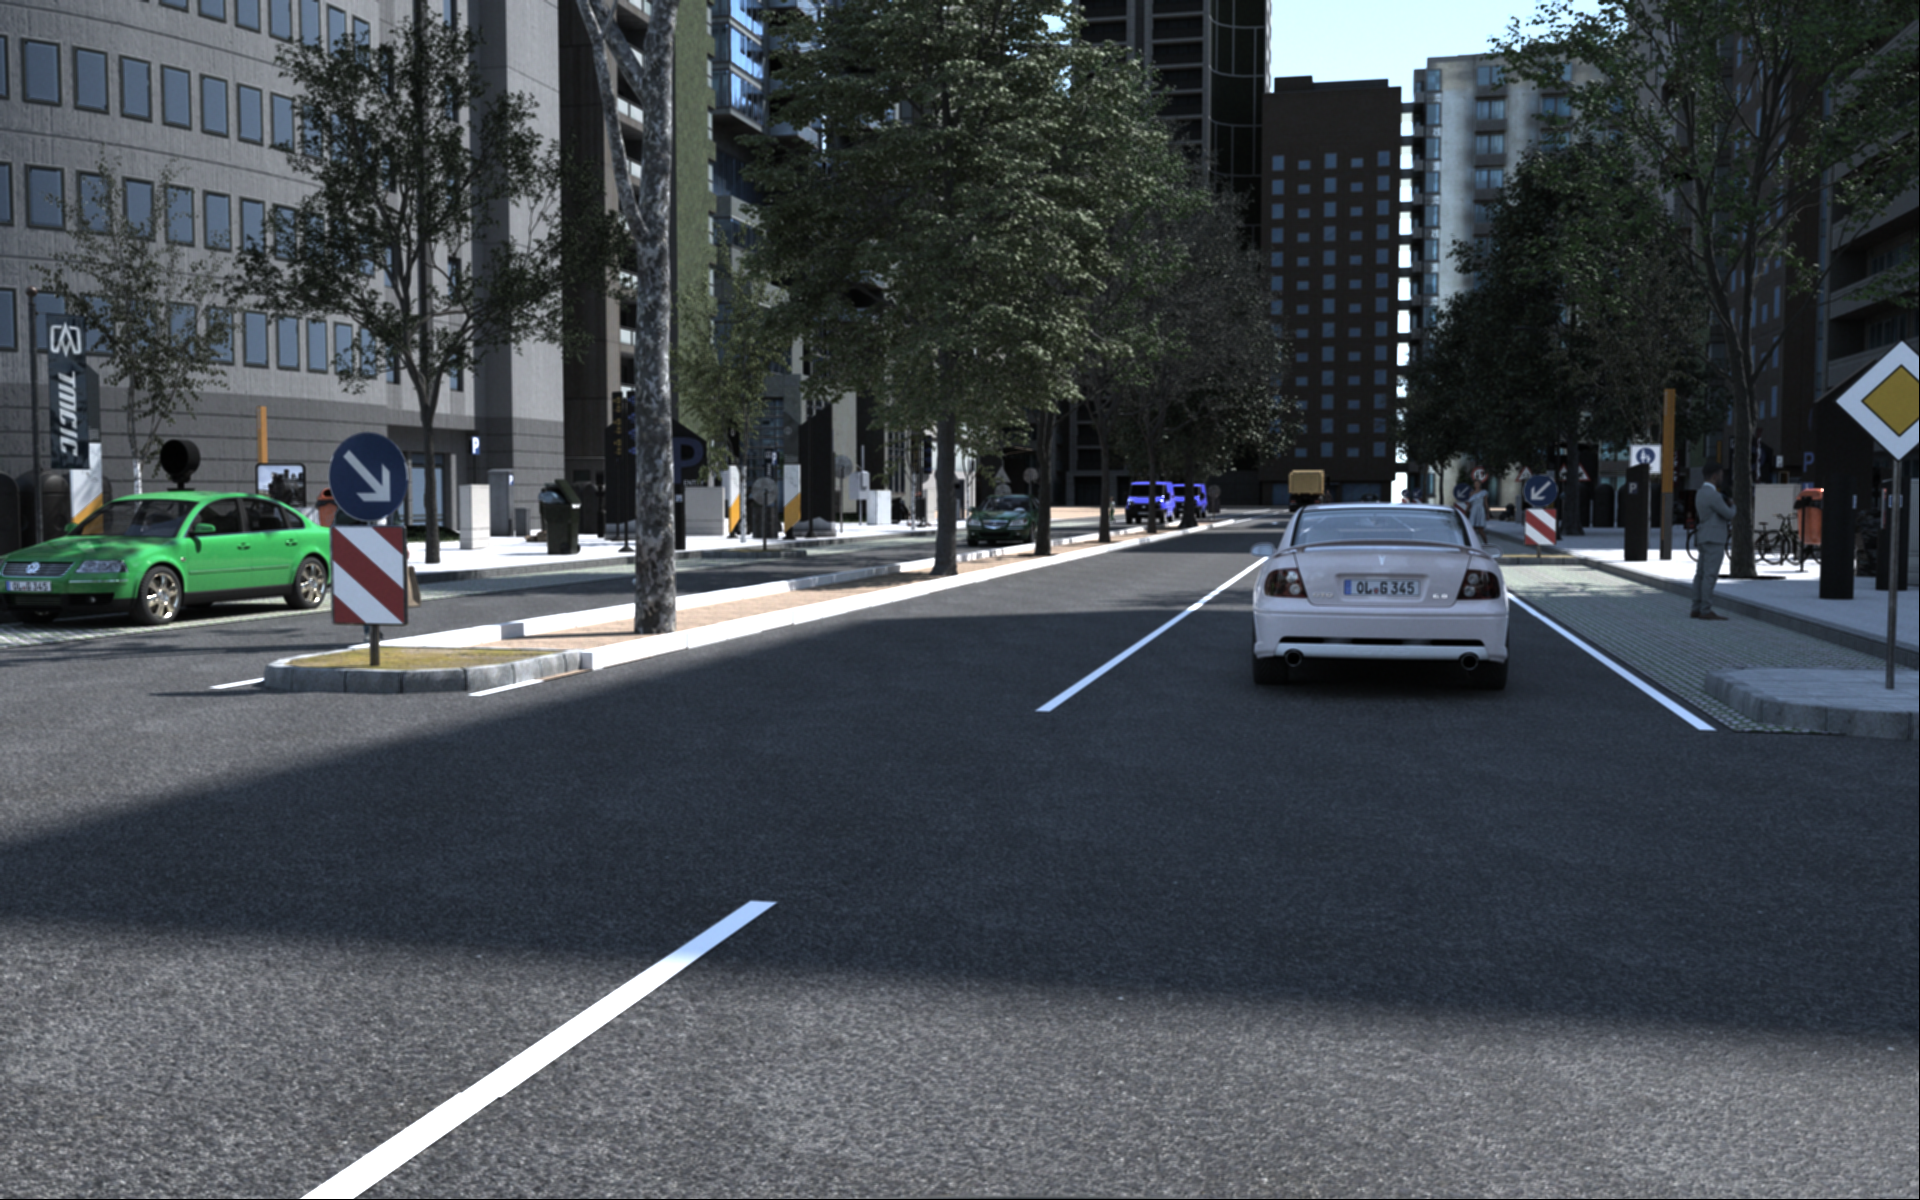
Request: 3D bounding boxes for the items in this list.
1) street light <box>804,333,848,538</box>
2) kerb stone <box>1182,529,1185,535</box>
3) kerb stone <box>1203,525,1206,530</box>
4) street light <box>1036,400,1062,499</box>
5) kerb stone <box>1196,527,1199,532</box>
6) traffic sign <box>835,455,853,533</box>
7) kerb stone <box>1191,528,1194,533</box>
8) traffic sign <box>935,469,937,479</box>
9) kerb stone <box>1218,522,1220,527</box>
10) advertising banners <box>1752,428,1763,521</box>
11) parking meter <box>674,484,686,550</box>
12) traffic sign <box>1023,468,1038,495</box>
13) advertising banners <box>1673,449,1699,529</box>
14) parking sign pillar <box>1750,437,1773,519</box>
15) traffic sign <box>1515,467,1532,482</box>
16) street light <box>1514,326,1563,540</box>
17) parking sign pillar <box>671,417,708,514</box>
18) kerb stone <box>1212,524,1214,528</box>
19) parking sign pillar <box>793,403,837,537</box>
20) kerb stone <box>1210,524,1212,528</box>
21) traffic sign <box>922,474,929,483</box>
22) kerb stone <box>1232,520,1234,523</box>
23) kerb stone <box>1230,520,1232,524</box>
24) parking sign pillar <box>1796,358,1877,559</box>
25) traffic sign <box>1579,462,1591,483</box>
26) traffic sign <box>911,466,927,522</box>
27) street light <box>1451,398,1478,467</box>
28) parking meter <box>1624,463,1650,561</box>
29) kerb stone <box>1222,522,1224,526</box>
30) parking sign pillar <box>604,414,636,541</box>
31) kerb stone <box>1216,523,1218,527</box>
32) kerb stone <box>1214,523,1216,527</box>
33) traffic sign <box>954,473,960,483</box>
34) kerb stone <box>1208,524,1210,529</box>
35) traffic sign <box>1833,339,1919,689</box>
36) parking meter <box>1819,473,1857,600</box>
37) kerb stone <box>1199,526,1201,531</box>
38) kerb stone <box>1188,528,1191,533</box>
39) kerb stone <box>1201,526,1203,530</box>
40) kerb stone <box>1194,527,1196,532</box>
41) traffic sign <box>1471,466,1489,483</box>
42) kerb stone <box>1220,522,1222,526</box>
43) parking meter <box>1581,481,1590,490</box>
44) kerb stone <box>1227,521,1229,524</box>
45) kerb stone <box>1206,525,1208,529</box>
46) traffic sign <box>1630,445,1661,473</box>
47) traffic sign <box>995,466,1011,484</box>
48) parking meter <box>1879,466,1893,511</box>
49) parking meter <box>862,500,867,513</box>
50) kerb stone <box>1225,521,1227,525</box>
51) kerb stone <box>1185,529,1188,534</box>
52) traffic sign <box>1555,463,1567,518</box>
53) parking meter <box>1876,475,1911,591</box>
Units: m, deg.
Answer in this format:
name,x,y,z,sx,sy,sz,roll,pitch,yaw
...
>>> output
name,x,y,z,sx,sy,sz,roll,pitch,yaw
street light,-3.819,-4.747,50.147,1.470,5.913,1.316,1,4,13
kerb stone,7.675,-2.335,60.499,0.120,0.150,1.000,1,4,13
kerb stone,9.518,-2.832,68.496,0.120,0.150,1.000,1,4,13
street light,4.307,-6.864,84.766,1.470,5.913,1.316,1,4,13
kerb stone,8.829,-2.645,65.507,0.120,0.150,1.000,1,4,13
traffic sign,-3.893,-3.467,56.792,0.768,2.556,0.104,1,4,17
kerb stone,8.368,-2.527,63.508,0.120,0.150,1.000,1,4,13
traffic sign,-0.828,-4.911,80.408,0.768,2.556,0.104,1,4,17
kerb stone,11.134,-3.256,75.485,0.120,0.150,1.000,1,4,13
advertising banners,20.605,-2.997,45.191,0.090,3.025,2.074,3,5,40
parking meter,-6.478,-1.912,39.666,0.372,1.533,0.369,0,3,0
traffic sign,3.414,-5.139,84.130,0.768,2.556,0.104,1,4,22
advertising banners,26.556,-4.079,62.876,2.074,3.025,0.090,-1,4,-13
parking sign pillar,32.193,-5.001,70.238,1.447,3.967,1.447,3,5,43
traffic sign,23.918,-4.477,73.209,0.884,2.594,0.081,1,4,18
street light,16.024,-4.616,48.008,1.470,5.913,1.316,1,4,13
parking sign pillar,-9.338,-4.346,59.522,1.447,3.967,1.447,-1,4,-15
kerb stone,10.434,-3.076,72.489,0.120,0.150,1.000,1,4,13
parking sign pillar,-4.408,-3.872,51.786,1.447,3.967,1.447,1,4,13
kerb stone,10.206,-3.013,71.492,0.120,0.150,1.000,1,4,13
traffic sign,-1.817,-4.980,81.524,0.768,2.556,0.104,1,4,16
kerb stone,12.970,-3.749,83.498,0.120,0.150,1.000,1,4,13
kerb stone,12.747,-3.686,82.497,0.120,0.150,1.000,1,4,13
parking sign pillar,17.512,-2.819,34.559,1.447,3.967,1.447,-1,4,-11
traffic sign,25.328,-4.332,70.824,0.884,2.594,0.081,1,4,15
traffic sign,-1.912,-4.865,79.653,0.768,2.556,0.104,1,4,17
street light,24.218,-6.759,83.055,1.470,5.913,1.316,1,4,13
parking meter,12.941,-1.678,33.141,0.255,1.863,0.399,-2,4,-29
kerb stone,11.595,-3.382,77.490,0.120,0.150,1.000,1,4,13
parking sign pillar,-9.235,-3.666,48.410,1.447,3.967,1.447,0,4,1
kerb stone,10.895,-3.198,74.487,0.120,0.150,1.000,1,4,13
kerb stone,10.663,-3.137,73.491,0.120,0.150,1.000,1,4,13
traffic sign,-0.437,-5.058,82.694,0.884,2.594,0.081,1,4,17
kerb stone,9.980,-2.951,70.493,0.120,0.150,1.000,1,4,13
traffic sign,6.116,-0.470,11.333,0.795,2.450,0.064,1,4,13
parking meter,10.740,-0.781,21.183,0.372,1.533,0.369,0,3,0
kerb stone,9.051,-2.710,66.504,0.120,0.150,1.000,1,4,13
kerb stone,8.133,-2.465,62.505,0.120,0.150,1.000,1,4,13
kerb stone,9.286,-2.770,67.499,0.120,0.150,1.000,1,4,13
kerb stone,8.598,-2.588,64.510,0.120,0.150,1.000,1,4,13
traffic sign,23.900,-4.867,79.685,0.768,2.556,0.104,1,4,17
kerb stone,11.365,-3.321,76.488,0.120,0.150,1.000,1,4,13
parking meter,26.609,-4.164,73.786,0.399,1.863,0.255,-1,4,-11
kerb stone,12.283,-3.565,80.479,0.120,0.150,1.000,1,4,13
kerb stone,9.749,-2.888,69.492,0.120,0.150,1.000,1,4,13
traffic sign,14.129,-2.057,35.755,0.606,2.300,0.079,1,4,18
traffic sign,1.907,-4.882,79.824,0.884,2.594,0.081,1,4,14
parking meter,19.638,-1.887,36.562,0.399,1.863,0.255,2,4,26
parking meter,-4.860,-5.139,89.735,0.255,1.863,0.399,2,4,30
kerb stone,12.053,-3.504,79.483,0.120,0.150,1.000,1,4,13
kerb stone,7.897,-2.400,61.502,0.120,0.150,1.000,1,4,13
traffic sign,25.139,-4.414,72.169,0.884,2.594,0.081,1,4,17
parking meter,12.443,-0.898,23.095,0.372,1.533,0.369,0,3,0
